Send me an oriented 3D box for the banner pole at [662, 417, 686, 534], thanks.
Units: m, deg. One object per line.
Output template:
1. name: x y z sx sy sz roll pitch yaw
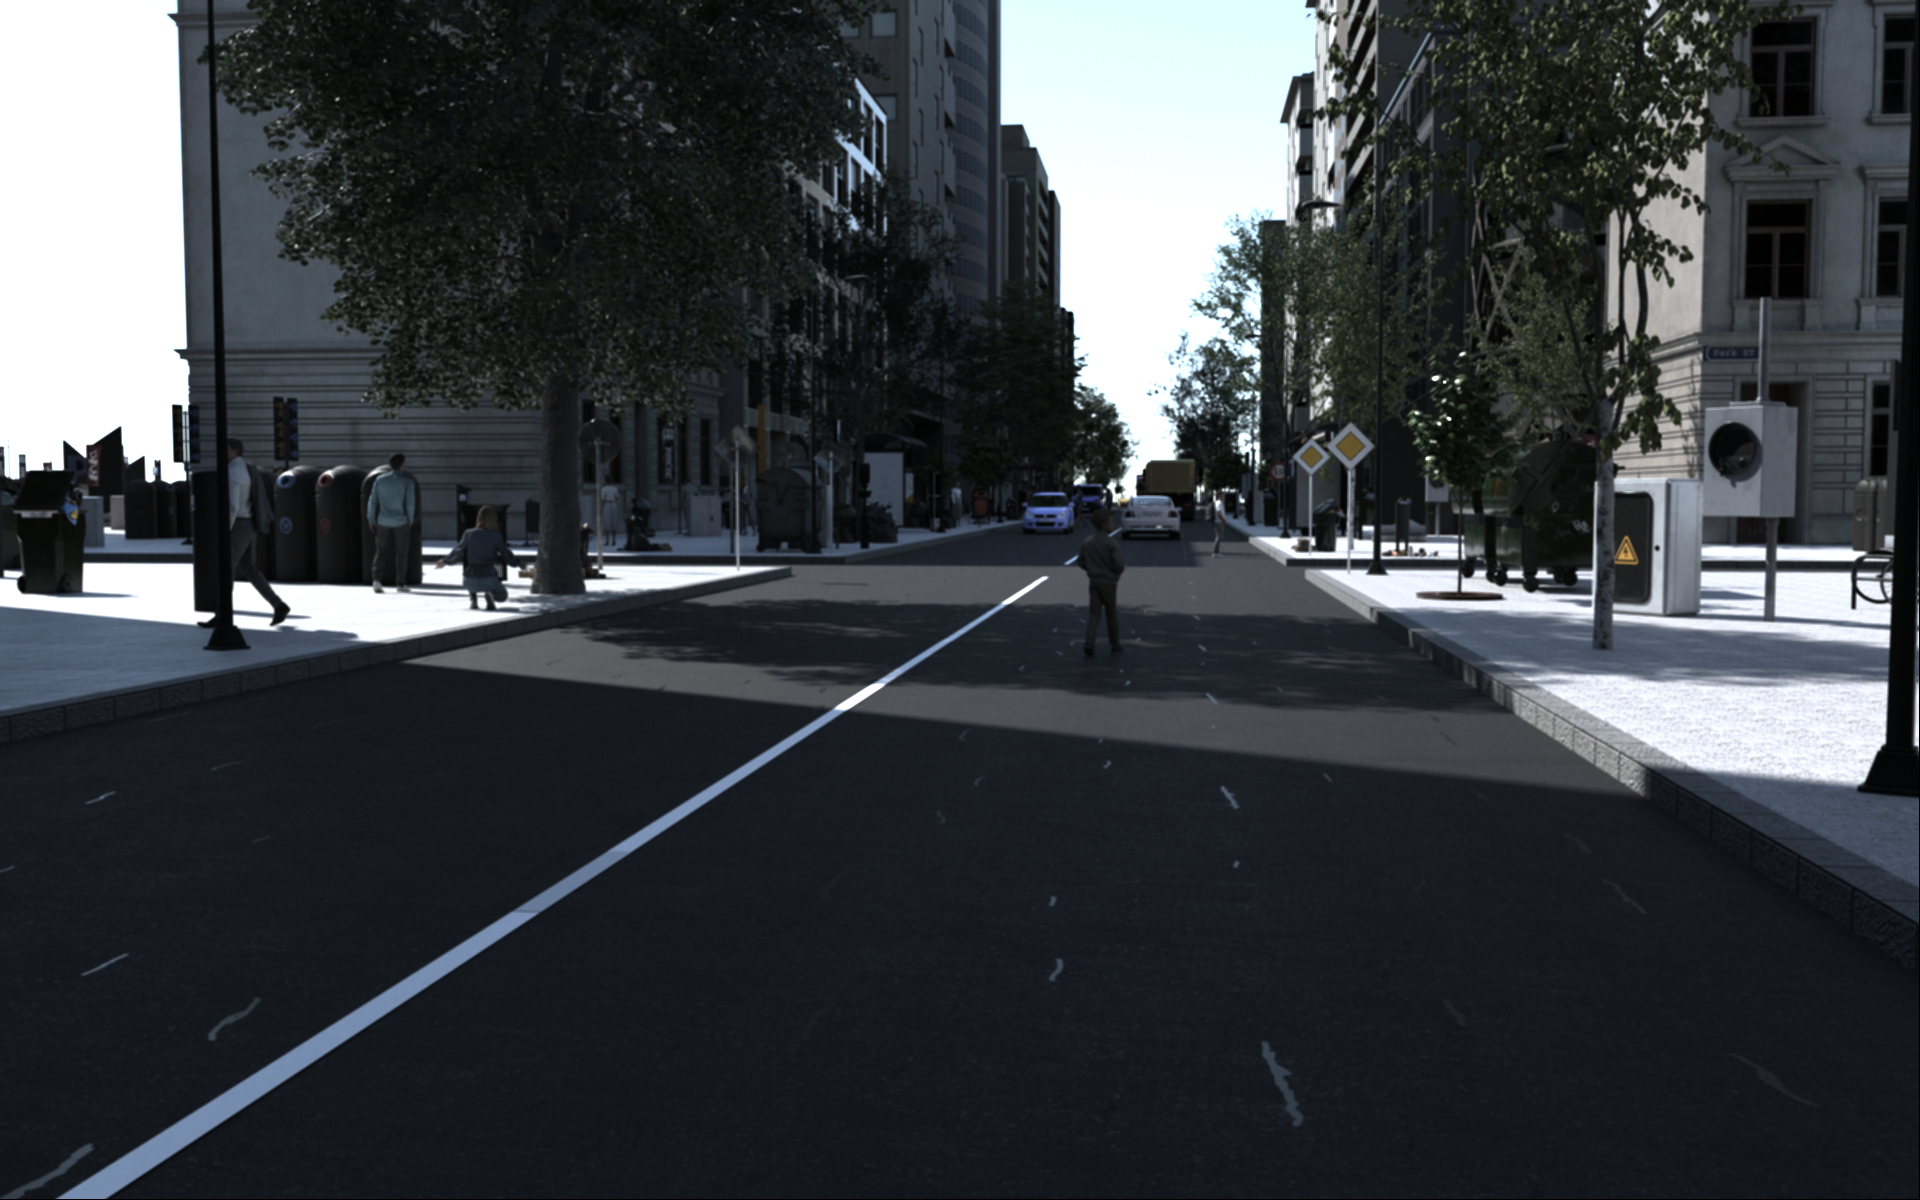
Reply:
1. banner pole: -9.191 -4.004 55.488 0.863 3.779 0.401 -3 5 -39

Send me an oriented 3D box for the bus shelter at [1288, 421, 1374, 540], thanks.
1. bus shelter: 10.783 -3.481 50.836 2.014 3.302 5.546 0 4 7

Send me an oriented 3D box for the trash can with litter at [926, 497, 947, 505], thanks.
1. trash can with litter: -1.100 -3.997 76.737 0.624 1.170 1.055 -2 4 -24

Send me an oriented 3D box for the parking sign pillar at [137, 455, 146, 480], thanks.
1. parking sign pillar: -55.877 -7.882 117.336 1.447 3.967 1.447 -2 4 -31

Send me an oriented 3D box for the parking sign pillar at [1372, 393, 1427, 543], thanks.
1. parking sign pillar: 11.789 -3.541 46.364 1.447 3.967 1.447 0 4 7

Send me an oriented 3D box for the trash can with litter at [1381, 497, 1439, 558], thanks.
1. trash can with litter: 9.470 -1.532 36.101 1.678 1.210 2.233 2 4 35

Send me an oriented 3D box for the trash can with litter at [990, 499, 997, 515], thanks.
1. trash can with litter: 1.785 -5.672 104.124 1.055 1.170 0.624 1 4 15

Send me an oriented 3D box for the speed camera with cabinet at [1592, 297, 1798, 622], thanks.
1. speed camera with cabinet: 7.598 -1.448 18.007 0.660 3.252 2.038 -2 4 -29

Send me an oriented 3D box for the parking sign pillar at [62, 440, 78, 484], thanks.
1. parking sign pillar: -44.097 -5.997 86.521 1.447 3.967 1.447 1 4 19

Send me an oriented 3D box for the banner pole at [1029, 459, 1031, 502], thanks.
1. banner pole: 4.452 -7.396 110.936 0.401 3.779 0.863 0 4 -4

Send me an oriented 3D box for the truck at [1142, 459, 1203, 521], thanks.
1. truck: 11.680 -6.100 95.661 3.469 3.379 9.791 0 4 8

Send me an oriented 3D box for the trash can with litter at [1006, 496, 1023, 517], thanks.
1. trash can with litter: 2.870 -4.754 89.123 1.055 1.170 0.624 0 4 2

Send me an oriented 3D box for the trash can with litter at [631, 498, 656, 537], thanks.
1. trash can with litter: -9.387 -2.467 51.728 0.624 1.170 1.055 -3 4 -36

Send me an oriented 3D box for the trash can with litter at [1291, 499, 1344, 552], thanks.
1. trash can with litter: 7.915 -1.650 38.358 1.055 1.170 0.624 -1 4 -18

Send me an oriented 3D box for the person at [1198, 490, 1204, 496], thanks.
1. person: 30.524 -12.953 218.505 1.217 1.739 0.721 -1 4 -22

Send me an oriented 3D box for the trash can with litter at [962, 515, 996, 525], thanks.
1. trash can with litter: 0.730 -3.802 73.220 1.678 1.210 2.233 -1 4 -10

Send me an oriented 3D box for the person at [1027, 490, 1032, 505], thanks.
1. person: 7.507 -11.117 188.606 0.742 1.727 0.445 -1 4 -23

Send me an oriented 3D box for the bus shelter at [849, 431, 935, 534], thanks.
1. bus shelter: -2.236 -3.951 58.526 2.014 3.302 5.546 0 4 7

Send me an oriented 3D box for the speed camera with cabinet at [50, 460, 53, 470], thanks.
1. speed camera with cabinet: -52.244 -6.513 100.816 2.038 3.252 0.660 2 4 30

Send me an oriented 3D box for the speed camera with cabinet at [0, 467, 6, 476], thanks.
1. speed camera with cabinet: -32.693 -3.999 59.712 0.660 3.252 2.038 2 4 32

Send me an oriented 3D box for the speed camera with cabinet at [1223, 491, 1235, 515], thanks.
1. speed camera with cabinet: 17.273 -6.881 106.834 2.038 3.252 0.660 1 4 17

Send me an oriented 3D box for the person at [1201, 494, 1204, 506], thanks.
1. person: 26.580 -10.907 190.046 0.599 1.433 0.991 -1 4 -20

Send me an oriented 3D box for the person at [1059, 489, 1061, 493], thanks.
1. person: 9.694 -9.947 169.199 0.721 1.766 1.217 1 4 20

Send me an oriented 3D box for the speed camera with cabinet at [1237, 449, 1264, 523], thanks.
1. speed camera with cabinet: 13.024 -5.019 76.397 0.660 3.252 2.038 2 4 29

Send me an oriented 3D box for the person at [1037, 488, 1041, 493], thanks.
1. person: 7.225 -9.369 159.242 1.348 1.821 0.705 -2 4 -27

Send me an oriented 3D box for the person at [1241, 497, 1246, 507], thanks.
1. person: 27.464 -9.799 166.244 1.348 1.826 0.705 -3 4 -36

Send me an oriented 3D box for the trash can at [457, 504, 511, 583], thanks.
1. trash can: -6.705 -0.782 24.435 0.748 1.137 0.748 0 3 0

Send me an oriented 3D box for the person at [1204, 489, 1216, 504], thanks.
1. person: 25.491 -10.386 175.943 1.350 1.814 0.705 -1 4 -15

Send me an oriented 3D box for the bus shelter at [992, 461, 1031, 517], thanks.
1. bus shelter: 2.852 -6.489 100.020 2.014 3.302 5.546 0 4 7

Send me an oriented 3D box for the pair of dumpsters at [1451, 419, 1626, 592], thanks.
1. pair of dumpsters: 8.082 -1.342 24.440 1.574 2.255 4.437 0 4 7

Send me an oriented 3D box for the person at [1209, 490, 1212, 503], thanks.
1. person: 24.975 -10.172 173.147 0.721 1.735 1.217 1 4 23

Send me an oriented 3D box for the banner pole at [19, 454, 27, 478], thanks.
1. banner pole: -51.477 -6.413 94.870 0.863 3.779 0.401 0 4 6

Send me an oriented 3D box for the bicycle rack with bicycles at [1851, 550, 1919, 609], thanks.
1. bicycle rack with bicycles: 11.194 -0.353 19.156 2.852 0.926 2.925 -2 4 -29

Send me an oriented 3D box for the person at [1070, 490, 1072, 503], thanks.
1. person: 16.190 -15.089 252.766 0.705 1.821 1.348 -1 4 -18

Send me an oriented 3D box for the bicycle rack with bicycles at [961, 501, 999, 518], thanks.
1. bicycle rack with bicycles: 1.067 -4.840 92.522 2.852 0.926 2.925 0 4 3

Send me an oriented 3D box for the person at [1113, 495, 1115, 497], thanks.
1. person: 22.254 -15.301 256.351 1.348 1.807 0.705 -2 4 -26

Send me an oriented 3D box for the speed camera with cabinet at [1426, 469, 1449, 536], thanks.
1. speed camera with cabinet: 13.722 -3.556 52.476 2.038 3.252 0.660 0 4 -1

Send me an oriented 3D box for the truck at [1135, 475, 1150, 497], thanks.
1. truck: 26.714 -15.988 250.317 2.839 4.237 11.283 0 4 5

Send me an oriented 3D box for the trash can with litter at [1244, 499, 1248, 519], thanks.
1. trash can with litter: 13.570 -4.153 79.282 1.055 1.170 0.624 0 4 -7

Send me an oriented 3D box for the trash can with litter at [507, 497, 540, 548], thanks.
1. trash can with litter: -10.716 -1.901 42.144 2.233 1.210 1.678 -2 4 -27

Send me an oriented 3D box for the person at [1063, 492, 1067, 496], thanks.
1. person: 11.994 -12.075 203.497 1.348 1.821 0.705 1 4 23

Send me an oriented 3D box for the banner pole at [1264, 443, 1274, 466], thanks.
1. banner pole: 15.687 -6.030 88.610 0.401 3.779 0.863 2 4 35

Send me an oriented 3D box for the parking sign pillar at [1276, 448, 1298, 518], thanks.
1. parking sign pillar: 17.703 -6.423 93.492 1.447 3.967 1.447 -2 4 -30

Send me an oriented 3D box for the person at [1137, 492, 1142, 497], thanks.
1. person: 22.814 -12.843 219.204 0.721 1.743 1.217 -3 5 -40

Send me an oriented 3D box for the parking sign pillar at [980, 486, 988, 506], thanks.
1. parking sign pillar: 1.949 -7.382 109.170 1.447 3.967 1.447 1 4 20

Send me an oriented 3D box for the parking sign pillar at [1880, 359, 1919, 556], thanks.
1. parking sign pillar: 19.263 -2.822 34.615 1.447 3.967 1.447 -1 4 -8

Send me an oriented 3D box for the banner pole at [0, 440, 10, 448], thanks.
1. banner pole: -43.876 -5.473 79.496 0.863 3.779 0.401 -3 5 -42

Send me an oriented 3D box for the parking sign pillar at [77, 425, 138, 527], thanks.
1. parking sign pillar: -33.542 -4.871 68.118 1.447 3.967 1.447 0 4 -4
